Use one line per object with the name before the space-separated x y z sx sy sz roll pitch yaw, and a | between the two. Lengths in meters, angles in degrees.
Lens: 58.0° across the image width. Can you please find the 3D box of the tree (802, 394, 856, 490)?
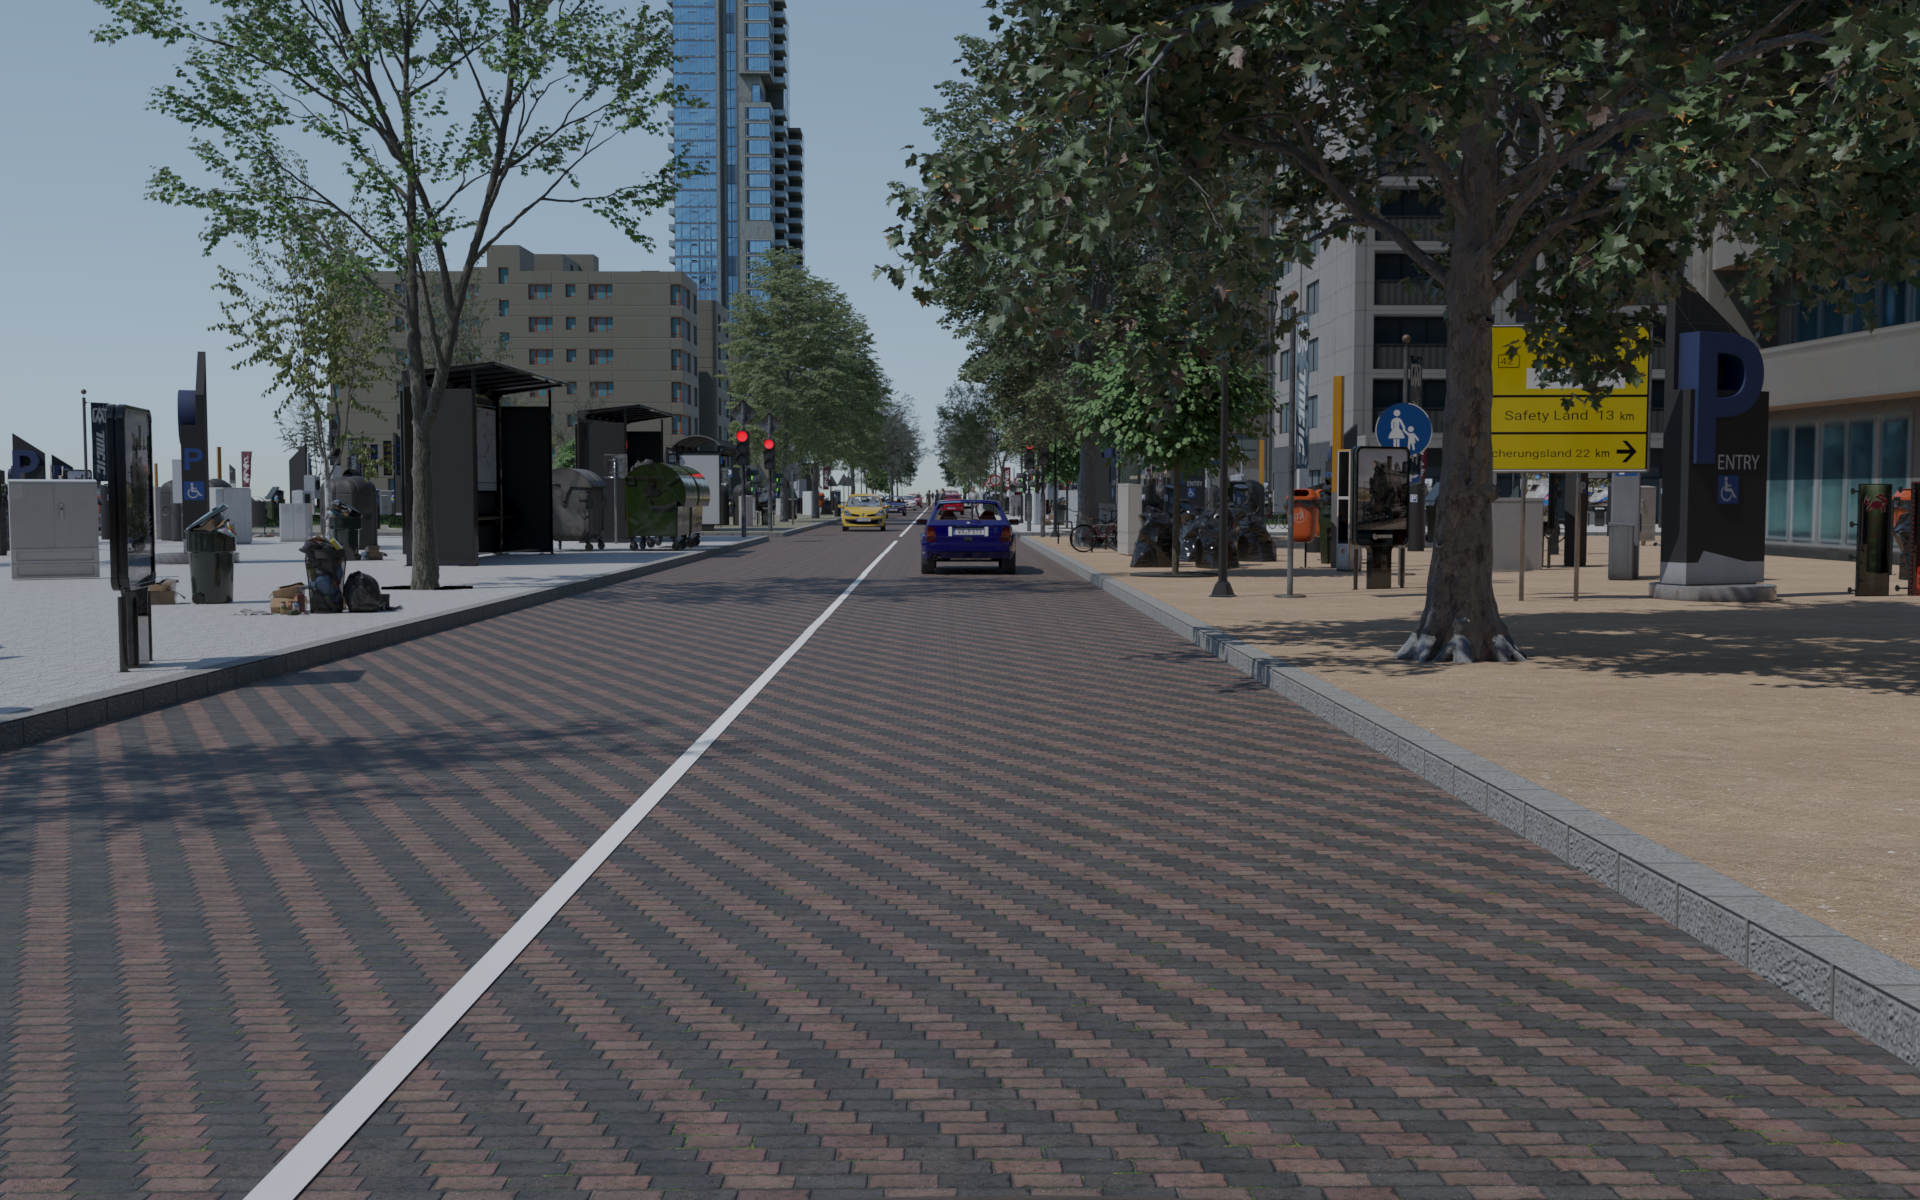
tree | -8.044 -9.044 98.229 4.360 8.622 3.978 0 3 0

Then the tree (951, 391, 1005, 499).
tree | 1.200 -17.816 201.658 12.009 13.543 11.850 0 3 0

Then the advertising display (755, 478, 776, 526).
advertising display | -7.932 -4.004 70.671 0.974 1.923 0.123 -3 5 -45

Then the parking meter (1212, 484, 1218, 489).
parking meter | 14.800 -5.804 100.612 0.399 1.863 0.255 1 4 23

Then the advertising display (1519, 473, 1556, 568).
advertising display | 10.092 -1.536 30.328 0.123 1.923 0.974 -1 4 -14

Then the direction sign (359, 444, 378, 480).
direction sign | -26.793 -5.293 78.544 0.876 3.537 0.379 -3 5 -45

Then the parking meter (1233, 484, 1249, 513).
parking meter | 6.841 -2.064 42.161 0.372 1.533 0.369 0 3 0

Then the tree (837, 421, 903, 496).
tree | -9.193 -14.614 173.355 8.767 10.594 7.601 1 4 16

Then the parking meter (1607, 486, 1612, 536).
parking meter | 19.822 -2.697 52.508 0.372 1.533 0.369 0 3 0

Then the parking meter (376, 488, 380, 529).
parking meter | -21.414 -3.361 63.355 0.372 1.533 0.369 0 3 0

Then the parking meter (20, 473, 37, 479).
parking meter | -25.568 -2.562 47.596 0.255 1.863 0.399 2 4 26

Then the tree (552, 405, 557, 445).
tree | -25.433 -8.953 96.740 4.360 8.622 3.978 0 3 0

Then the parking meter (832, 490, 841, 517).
parking meter | -6.886 -5.449 97.495 0.372 1.533 0.369 0 3 0

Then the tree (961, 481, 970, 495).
tree | 0.844 -16.812 269.478 1.663 3.219 1.824 0 3 0

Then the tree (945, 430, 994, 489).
tree | 1.267 -20.411 251.848 7.486 12.596 7.792 0 3 0

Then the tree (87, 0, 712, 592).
tree | -7.072 -5.953 23.082 9.928 11.665 9.643 0 3 0

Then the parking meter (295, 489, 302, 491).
parking meter | -34.959 -5.083 91.516 0.372 1.533 0.369 0 3 0

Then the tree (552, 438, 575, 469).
tree | -19.010 -6.325 87.120 4.285 4.588 4.351 0 3 0

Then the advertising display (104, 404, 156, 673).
advertising display | -6.128 -0.466 12.832 0.123 1.923 0.974 -1 4 -14

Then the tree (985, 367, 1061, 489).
tree | 3.506 -8.368 87.181 4.737 8.622 4.395 0 3 0

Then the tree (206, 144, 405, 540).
tree | -13.516 -5.276 36.625 4.737 8.622 4.395 0 3 0

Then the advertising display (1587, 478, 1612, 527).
advertising display | 25.307 -3.869 68.472 0.974 1.923 0.123 3 4 36

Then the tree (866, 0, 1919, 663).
tree | 4.047 -5.883 13.190 9.611 12.733 9.660 0 3 0

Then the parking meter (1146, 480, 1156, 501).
parking meter | 8.133 -4.164 73.791 0.399 1.863 0.255 -2 4 -25

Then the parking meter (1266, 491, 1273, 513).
parking meter | 18.025 -5.651 100.798 0.372 1.533 0.369 0 3 0

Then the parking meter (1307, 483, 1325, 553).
parking meter | 7.791 -1.805 37.929 0.372 1.533 0.369 0 3 0

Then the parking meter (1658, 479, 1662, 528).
parking meter | 26.752 -3.671 65.729 0.255 1.863 0.399 -2 4 -33

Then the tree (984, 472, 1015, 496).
tree | 3.053 -8.053 126.274 1.663 3.219 1.824 0 3 0

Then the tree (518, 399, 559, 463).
tree | -32.426 -11.036 130.803 4.737 8.622 4.395 0 3 0

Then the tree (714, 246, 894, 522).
tree | -7.885 -9.897 79.936 7.486 12.596 7.792 0 3 0

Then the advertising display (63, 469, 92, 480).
advertising display | -23.016 -2.447 45.223 0.123 1.923 0.974 1 4 11

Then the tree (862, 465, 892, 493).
tree | -9.082 -12.563 189.122 4.285 4.588 4.351 0 3 0

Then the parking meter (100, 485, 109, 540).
parking meter | -23.973 -2.466 48.732 0.372 1.533 0.369 0 3 0

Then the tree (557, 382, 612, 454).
tree | -24.368 -9.874 111.806 4.360 8.622 3.978 0 3 0

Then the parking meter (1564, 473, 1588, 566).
parking meter | 10.958 -1.534 30.795 0.399 1.863 0.255 -3 5 -40

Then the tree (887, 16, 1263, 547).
tree | 3.107 -8.269 41.848 9.857 13.997 8.962 0 3 0

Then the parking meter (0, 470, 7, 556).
parking meter | -20.043 -1.852 35.985 0.399 1.863 0.255 0 4 -3

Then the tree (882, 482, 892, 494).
tree | -8.761 -13.097 208.731 1.663 3.219 1.824 0 3 0

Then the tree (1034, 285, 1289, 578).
tree | 3.448 -2.650 27.041 4.285 4.588 4.351 0 3 0

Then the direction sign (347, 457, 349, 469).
direction sign | -37.105 -6.976 106.058 0.876 3.537 0.379 1 4 15

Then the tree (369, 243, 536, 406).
tree | -14.138 -5.976 48.066 4.360 8.622 3.978 0 3 0

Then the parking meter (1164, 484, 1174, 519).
parking meter | 5.361 -2.170 43.885 0.372 1.533 0.369 0 3 0

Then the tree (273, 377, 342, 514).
tree | -39.743 -9.526 106.106 4.360 8.622 3.978 0 3 0

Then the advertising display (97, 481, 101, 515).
advertising display | -39.047 -4.441 77.825 0.123 1.923 0.974 2 4 27

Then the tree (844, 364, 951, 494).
tree | -8.103 -15.282 160.227 12.009 13.543 11.850 0 3 0

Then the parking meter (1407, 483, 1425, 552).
parking meter | 10.218 -1.858 38.789 0.372 1.533 0.369 0 3 0

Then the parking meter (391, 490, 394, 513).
parking meter | -30.837 -5.266 94.511 0.372 1.533 0.369 0 3 0

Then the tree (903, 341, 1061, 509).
tree | 2.238 -10.095 99.463 8.767 10.594 7.601 1 4 16

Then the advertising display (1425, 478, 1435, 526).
advertising display | 18.488 -3.871 68.506 0.123 1.923 0.974 -1 4 -14

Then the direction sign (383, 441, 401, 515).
direction sign | -23.988 -4.983 73.464 0.876 3.537 0.379 -2 4 -31

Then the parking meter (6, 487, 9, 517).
parking meter | -27.726 -2.570 50.427 0.372 1.533 0.369 0 3 0

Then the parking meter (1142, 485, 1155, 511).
parking meter | 5.299 -2.469 48.783 0.372 1.533 0.369 0 3 0

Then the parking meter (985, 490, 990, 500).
parking meter | 1.848 -6.648 117.109 0.372 1.533 0.369 0 3 0

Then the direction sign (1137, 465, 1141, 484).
direction sign | 13.828 -8.671 133.763 0.379 3.537 0.876 1 4 21

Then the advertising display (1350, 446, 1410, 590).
advertising display | 5.664 -1.110 23.368 0.974 1.923 0.123 -2 4 -30

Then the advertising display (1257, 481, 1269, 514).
advertising display | 15.207 -5.067 88.061 0.974 1.923 0.123 0 4 -1

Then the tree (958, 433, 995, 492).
tree | 1.908 -12.716 158.263 4.360 8.622 3.978 0 3 0
